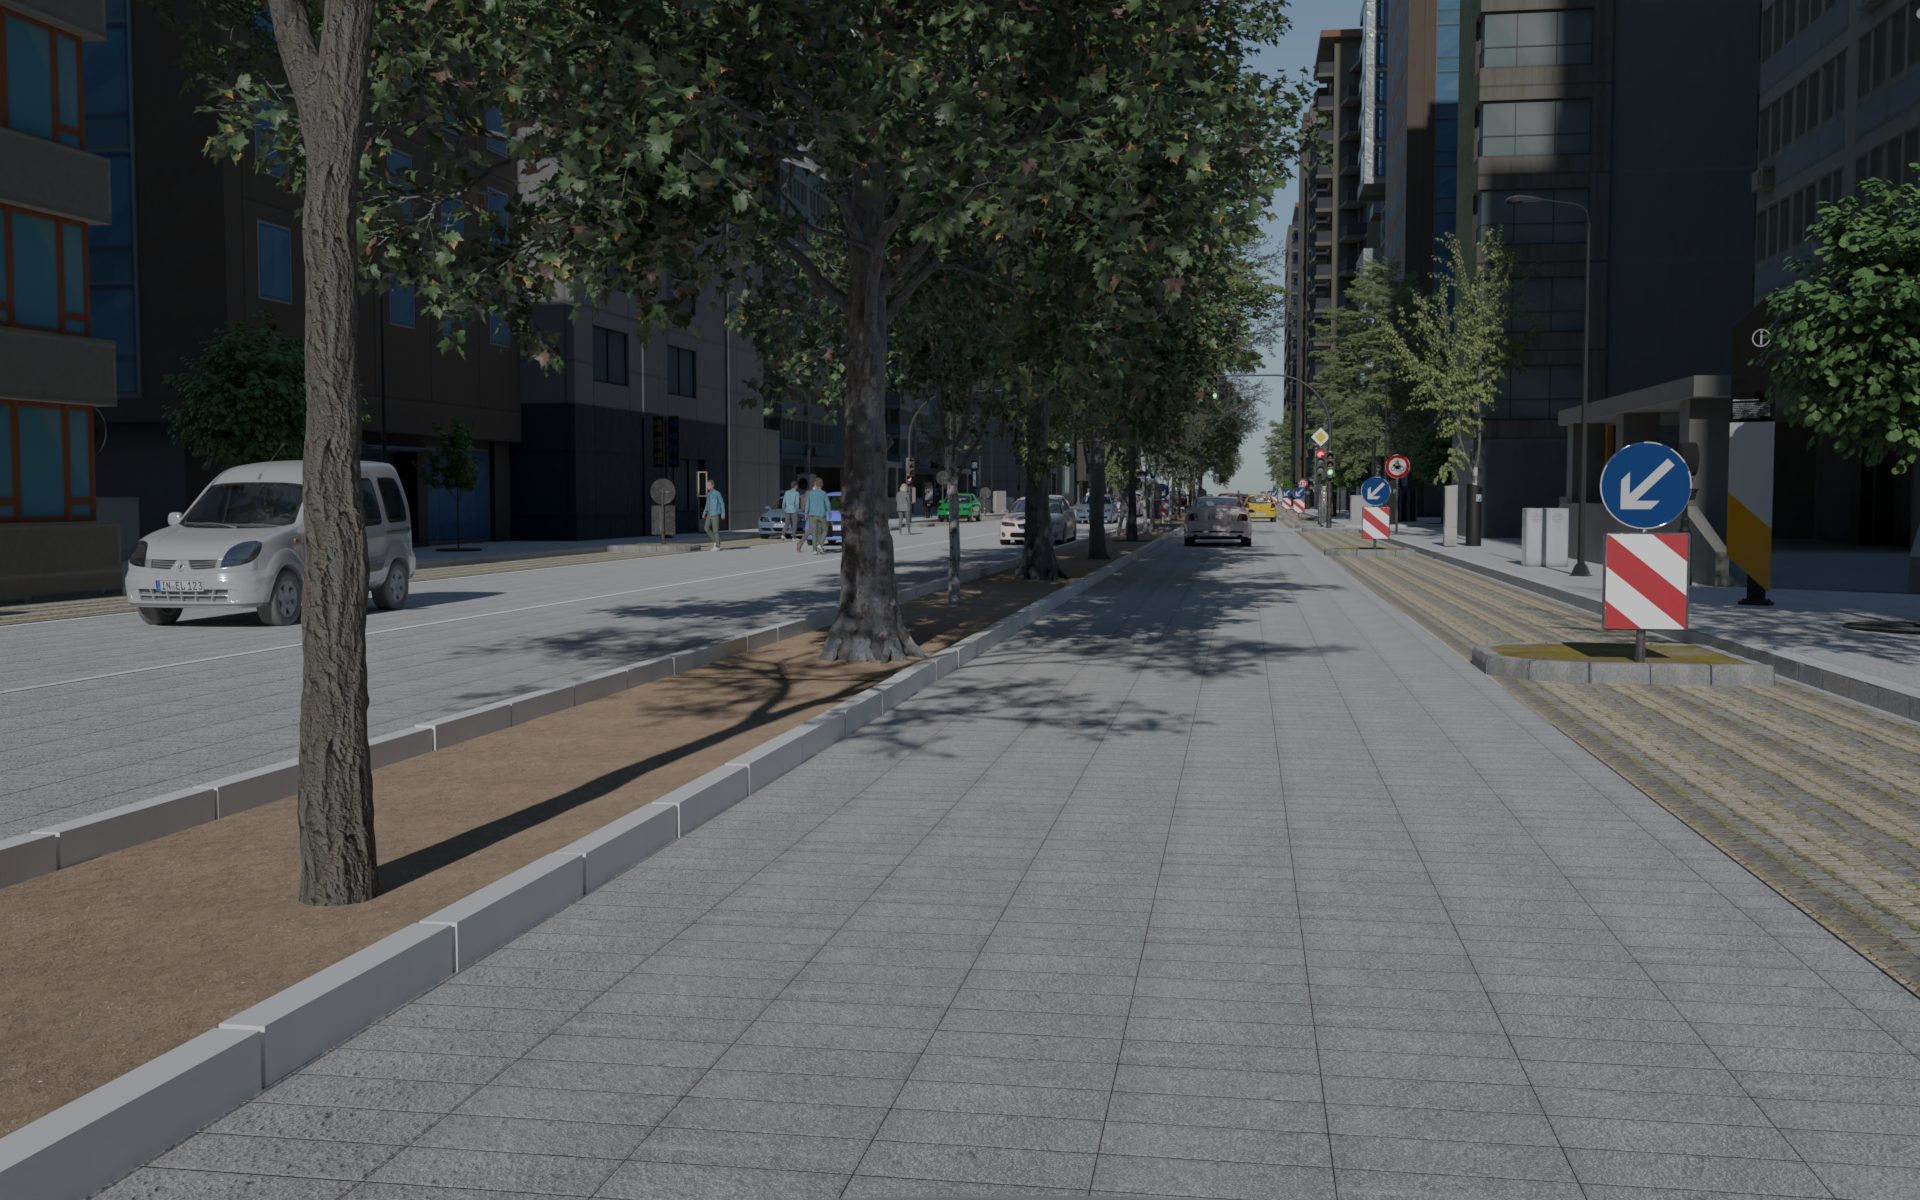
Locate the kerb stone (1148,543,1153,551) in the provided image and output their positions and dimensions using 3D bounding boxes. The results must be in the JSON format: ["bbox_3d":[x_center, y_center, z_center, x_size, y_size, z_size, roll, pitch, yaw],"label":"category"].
[{"bbox_3d":[4.646,-1.278,43.141,0.120,0.150,1.000,1,4,9],"label":"kerb stone"}]

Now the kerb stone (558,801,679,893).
[{"bbox_3d":[-1.319,0.953,6.711,0.120,0.150,1.000,1,4,9],"label":"kerb stone"}]

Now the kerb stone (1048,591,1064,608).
[{"bbox_3d":[1.166,0.019,21.891,0.120,0.150,1.000,1,4,9],"label":"kerb stone"}]

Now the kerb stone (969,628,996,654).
[{"bbox_3d":[0.175,0.391,15.809,0.120,0.150,1.000,1,4,9],"label":"kerb stone"}]

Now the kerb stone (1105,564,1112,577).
[{"bbox_3d":[2.493,-0.475,29.980,0.120,0.150,1.000,1,4,9],"label":"kerb stone"}]

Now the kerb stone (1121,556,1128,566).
[{"bbox_3d":[3.150,-0.724,34.034,0.120,0.150,1.000,1,4,9],"label":"kerb stone"}]

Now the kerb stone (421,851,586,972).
[{"bbox_3d":[-1.484,1.010,5.689,0.120,0.150,1.000,1,4,9],"label":"kerb stone"}]

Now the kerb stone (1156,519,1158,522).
[{"bbox_3d":[9.780,-3.995,87.519,0.120,0.150,1.000,1,4,9],"label":"kerb stone"}]

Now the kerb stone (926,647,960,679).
[{"bbox_3d":[-0.160,0.514,13.787,0.120,0.150,1.000,1,4,9],"label":"kerb stone"}]

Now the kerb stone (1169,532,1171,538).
[{"bbox_3d":[6.458,-1.961,54.295,0.120,0.150,1.000,1,4,9],"label":"kerb stone"}]

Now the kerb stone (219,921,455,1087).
[{"bbox_3d":[-1.654,1.071,4.680,0.120,0.150,1.000,1,4,9],"label":"kerb stone"}]

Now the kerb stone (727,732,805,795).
[{"bbox_3d":[-0.979,0.824,8.730,0.120,0.150,1.000,1,4,9],"label":"kerb stone"}]

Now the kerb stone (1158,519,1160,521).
[{"bbox_3d":[10.766,-4.365,93.590,0.120,0.150,1.000,1,4,9],"label":"kerb stone"}]

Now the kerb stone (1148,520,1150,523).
[{"bbox_3d":[8.622,-3.560,80.452,0.120,0.150,1.000,1,4,9],"label":"kerb stone"}]

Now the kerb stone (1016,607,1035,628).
[{"bbox_3d":[0.670,0.209,18.845,0.120,0.150,1.000,1,4,9],"label":"kerb stone"}]

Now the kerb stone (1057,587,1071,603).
[{"bbox_3d":[1.329,-0.042,22.901,0.120,0.150,1.000,1,4,9],"label":"kerb stone"}]

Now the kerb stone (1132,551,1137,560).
[{"bbox_3d":[3.645,-0.910,37.073,0.120,0.150,1.000,1,4,9],"label":"kerb stone"}]

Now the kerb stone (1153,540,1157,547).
[{"bbox_3d":[4.975,-1.405,45.172,0.120,0.150,1.000,1,4,9],"label":"kerb stone"}]

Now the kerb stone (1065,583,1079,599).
[{"bbox_3d":[1.497,-0.104,23.909,0.120,0.150,1.000,1,4,9],"label":"kerb stone"}]

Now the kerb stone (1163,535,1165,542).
[{"bbox_3d":[5.802,-1.715,50.232,0.120,0.150,1.000,1,4,9],"label":"kerb stone"}]

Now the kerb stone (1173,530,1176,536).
[{"bbox_3d":[6.971,-2.149,57.334,0.120,0.150,1.000,1,4,9],"label":"kerb stone"}]

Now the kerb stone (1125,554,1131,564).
[{"bbox_3d":[3.321,-0.784,35.042,0.120,0.150,1.000,1,4,9],"label":"kerb stone"}]

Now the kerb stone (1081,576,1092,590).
[{"bbox_3d":[1.831,-0.229,25.939,0.120,0.150,1.000,1,4,9],"label":"kerb stone"}]

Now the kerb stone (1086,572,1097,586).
[{"bbox_3d":[1.994,-0.291,26.948,0.120,0.150,1.000,1,4,9],"label":"kerb stone"}]

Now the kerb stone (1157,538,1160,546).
[{"bbox_3d":[5.306,-1.528,47.204,0.120,0.150,1.000,1,4,9],"label":"kerb stone"}]

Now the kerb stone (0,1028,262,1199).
[{"bbox_3d":[-1.816,1.136,3.670,0.120,0.150,1.000,1,4,9],"label":"kerb stone"}]

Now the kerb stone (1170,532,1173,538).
[{"bbox_3d":[6.633,-2.025,55.310,0.120,0.150,1.000,1,4,9],"label":"kerb stone"}]

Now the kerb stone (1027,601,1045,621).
[{"bbox_3d":[0.833,0.145,19.854,0.120,0.150,1.000,1,4,9],"label":"kerb stone"}]

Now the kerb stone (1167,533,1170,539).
[{"bbox_3d":[6.300,-1.901,53.277,0.120,0.150,1.000,1,4,9],"label":"kerb stone"}]

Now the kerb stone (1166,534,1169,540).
[{"bbox_3d":[6.140,-1.835,52.260,0.120,0.150,1.000,1,4,9],"label":"kerb stone"}]

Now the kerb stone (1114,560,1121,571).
[{"bbox_3d":[2.825,-0.600,31.998,0.120,0.150,1.000,1,4,9],"label":"kerb stone"}]

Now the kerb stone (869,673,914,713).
[{"bbox_3d":[-0.484,0.638,11.761,0.120,0.150,1.000,1,4,9],"label":"kerb stone"}]

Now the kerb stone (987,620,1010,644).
[{"bbox_3d":[0.338,0.332,16.818,0.120,0.150,1.000,1,4,9],"label":"kerb stone"}]

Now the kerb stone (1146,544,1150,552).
[{"bbox_3d":[4.472,-1.219,42.133,0.120,0.150,1.000,1,4,9],"label":"kerb stone"}]

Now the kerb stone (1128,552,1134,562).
[{"bbox_3d":[3.478,-0.848,36.054,0.120,0.150,1.000,1,4,9],"label":"kerb stone"}]

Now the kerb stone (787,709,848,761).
[{"bbox_3d":[-0.819,0.766,9.740,0.120,0.150,1.000,1,4,9],"label":"kerb stone"}]

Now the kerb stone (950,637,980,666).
[{"bbox_3d":[0.011,0.453,14.800,0.120,0.150,1.000,1,4,9],"label":"kerb stone"}]

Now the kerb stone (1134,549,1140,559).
[{"bbox_3d":[3.819,-0.964,38.081,0.120,0.150,1.000,1,4,9],"label":"kerb stone"}]

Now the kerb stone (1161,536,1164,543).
[{"bbox_3d":[5.645,-1.653,49.221,0.120,0.150,1.000,1,4,9],"label":"kerb stone"}]

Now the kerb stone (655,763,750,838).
[{"bbox_3d":[-1.147,0.889,7.719,0.120,0.150,1.000,1,4,9],"label":"kerb stone"}]

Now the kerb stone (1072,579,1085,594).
[{"bbox_3d":[1.658,-0.167,24.929,0.120,0.150,1.000,1,4,9],"label":"kerb stone"}]

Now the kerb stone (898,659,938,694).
[{"bbox_3d":[-0.329,0.576,12.777,0.120,0.150,1.000,1,4,9],"label":"kerb stone"}]

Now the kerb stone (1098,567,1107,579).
[{"bbox_3d":[2.322,-0.414,28.969,0.120,0.150,1.000,1,4,9],"label":"kerb stone"}]

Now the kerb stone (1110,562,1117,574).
[{"bbox_3d":[2.663,-0.532,30.989,0.120,0.150,1.000,1,4,9],"label":"kerb stone"}]

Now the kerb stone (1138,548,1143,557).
[{"bbox_3d":[3.980,-1.034,39.097,0.120,0.150,1.000,1,4,9],"label":"kerb stone"}]

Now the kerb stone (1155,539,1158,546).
[{"bbox_3d":[5.139,-1.460,46.189,0.120,0.150,1.000,1,4,9],"label":"kerb stone"}]

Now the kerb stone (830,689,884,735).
[{"bbox_3d":[-0.652,0.700,10.748,0.120,0.150,1.000,1,4,9],"label":"kerb stone"}]

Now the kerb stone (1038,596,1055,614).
[{"bbox_3d":[1.000,0.083,20.877,0.120,0.150,1.000,1,4,9],"label":"kerb stone"}]

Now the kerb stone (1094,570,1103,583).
[{"bbox_3d":[2.161,-0.352,27.958,0.120,0.150,1.000,1,4,9],"label":"kerb stone"}]

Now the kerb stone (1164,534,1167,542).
[{"bbox_3d":[5.973,-1.777,51.252,0.120,0.150,1.000,1,4,9],"label":"kerb stone"}]

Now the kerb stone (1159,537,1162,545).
[{"bbox_3d":[5.470,-1.590,48.213,0.120,0.150,1.000,1,4,9],"label":"kerb stone"}]

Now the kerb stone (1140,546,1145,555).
[{"bbox_3d":[4.146,-1.095,40.106,0.120,0.150,1.000,1,4,9],"label":"kerb stone"}]

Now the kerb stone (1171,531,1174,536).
[{"bbox_3d":[6.801,-2.087,56.326,0.120,0.150,1.000,1,4,9],"label":"kerb stone"}]

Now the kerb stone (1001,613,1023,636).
[{"bbox_3d":[0.501,0.267,17.836,0.120,0.150,1.000,1,4,9],"label":"kerb stone"}]

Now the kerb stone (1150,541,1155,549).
[{"bbox_3d":[4.813,-1.343,44.149,0.120,0.150,1.000,1,4,9],"label":"kerb stone"}]

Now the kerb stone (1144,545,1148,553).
[{"bbox_3d":[4.314,-1.157,41.118,0.120,0.150,1.000,1,4,9],"label":"kerb stone"}]

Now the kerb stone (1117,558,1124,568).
[{"bbox_3d":[2.991,-0.660,33.024,0.120,0.150,1.000,1,4,9],"label":"kerb stone"}]
